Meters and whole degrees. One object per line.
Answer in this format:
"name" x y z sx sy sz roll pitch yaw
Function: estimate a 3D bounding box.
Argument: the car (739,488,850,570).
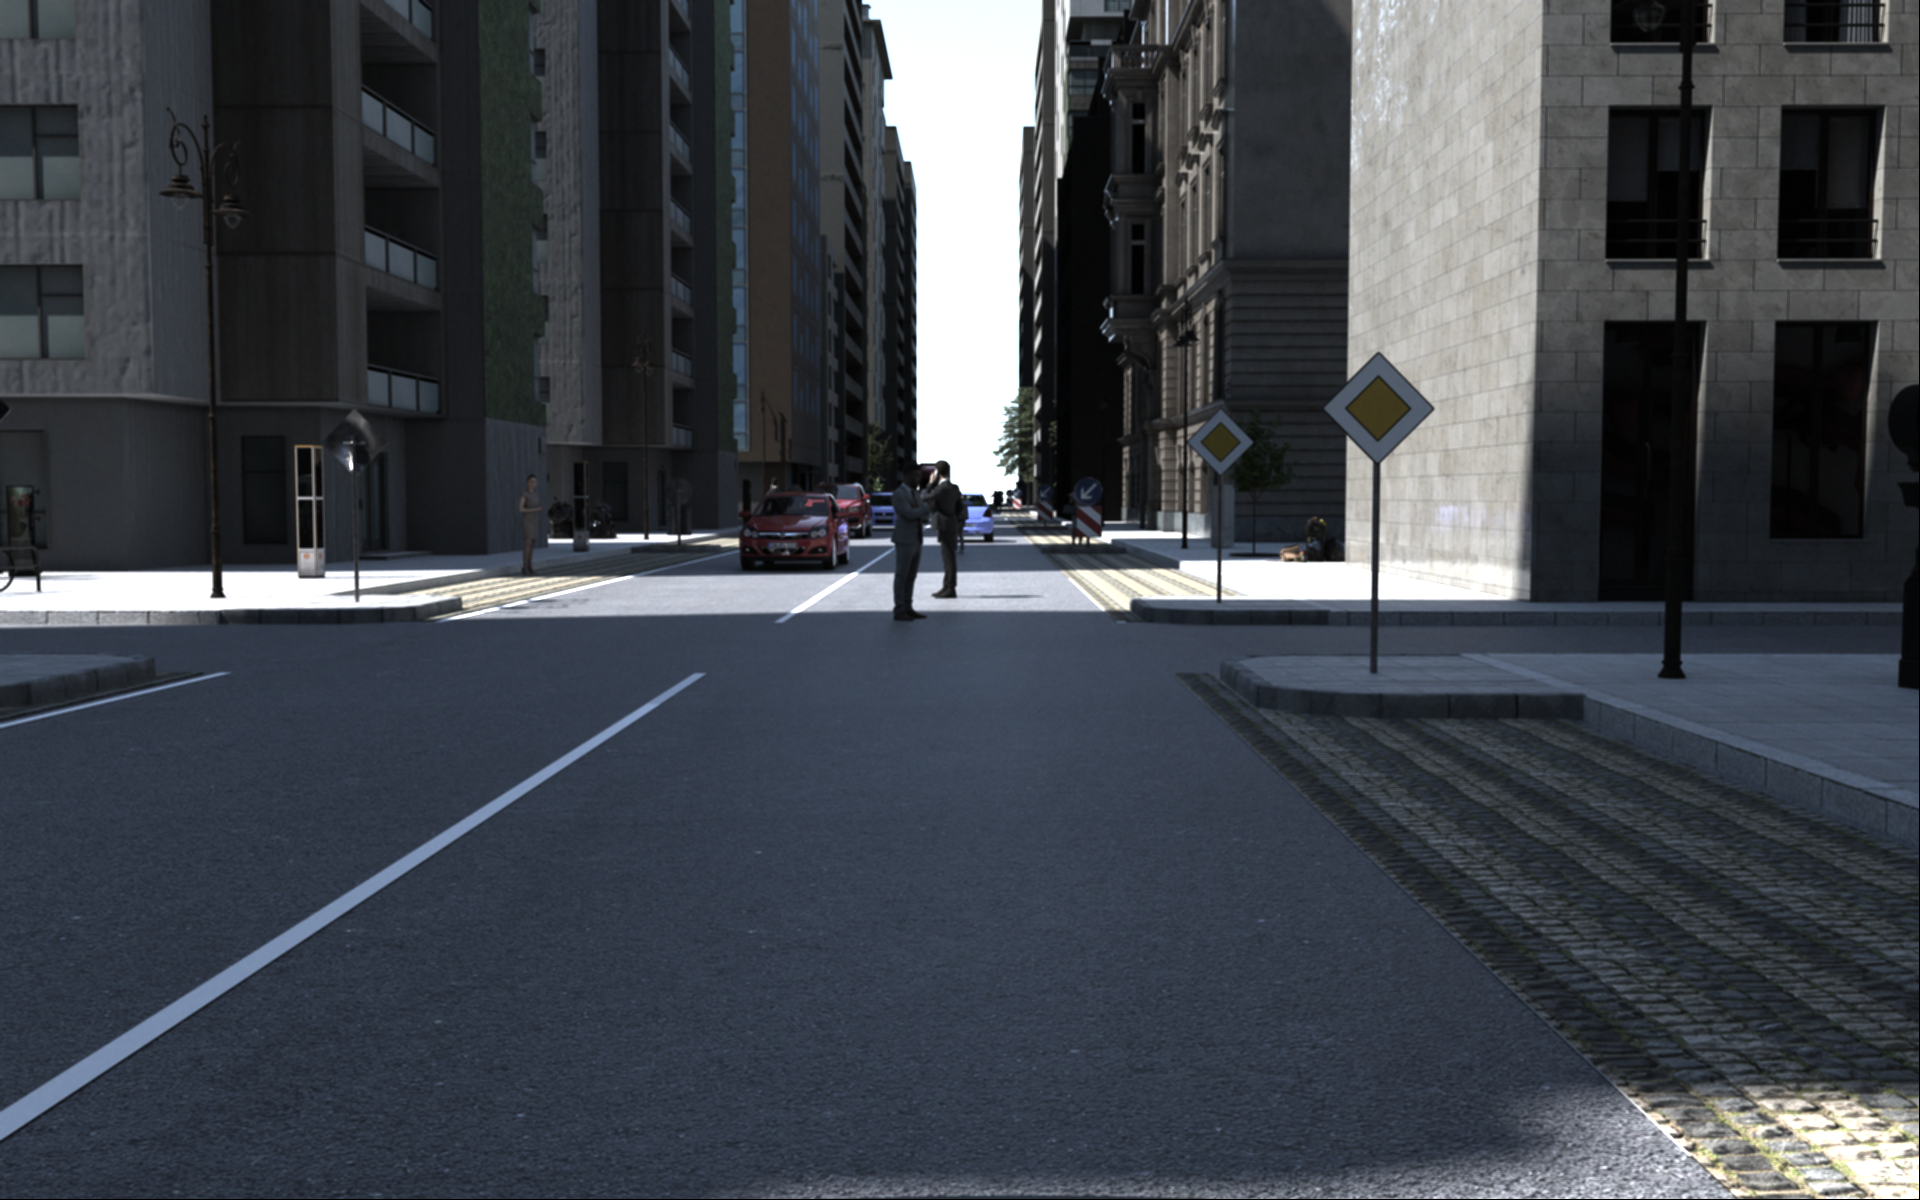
"car" -3.215 -1.535 34.135 2.155 1.783 4.494 0 4 2

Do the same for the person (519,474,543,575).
"person" -7.591 -1.335 30.672 0.374 1.781 0.599 1 4 18

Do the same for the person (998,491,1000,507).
"person" 4.375 -11.572 197.725 0.705 1.821 1.348 0 4 -4

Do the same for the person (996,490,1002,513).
"person" 3.064 -7.639 134.312 0.530 1.710 0.541 -3 5 -40

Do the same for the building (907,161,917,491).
"building" -16.940 -37.664 239.506 21.300 48.544 21.600 0 4 1

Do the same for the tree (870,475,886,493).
"tree" -8.102 -10.875 172.406 1.663 3.219 1.824 0 3 0

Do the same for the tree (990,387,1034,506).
"tree" 7.025 -16.203 183.051 7.486 12.596 7.792 0 3 0

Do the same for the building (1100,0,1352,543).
"building" 12.394 -14.848 61.849 14.460 24.649 34.723 0 4 1

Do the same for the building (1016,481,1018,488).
"building" 24.004 -33.611 241.415 32.217 40.220 23.993 0 4 1

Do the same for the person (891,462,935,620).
"person" -0.527 -0.677 19.751 0.466 1.800 0.511 1 4 13

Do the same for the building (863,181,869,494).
"building" -15.588 -23.346 153.414 14.160 30.474 14.107 0 4 1

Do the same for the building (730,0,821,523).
"building" -14.209 -26.417 82.021 14.600 45.320 14.200 0 4 1

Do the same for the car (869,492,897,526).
"car" -2.967 -3.654 69.337 1.945 1.707 3.694 0 3 0

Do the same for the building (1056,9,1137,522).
"building" 11.415 -15.774 87.575 12.332 23.373 15.834 0 4 1

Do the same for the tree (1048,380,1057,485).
"tree" 7.126 -9.435 104.625 4.737 8.622 4.395 0 3 0

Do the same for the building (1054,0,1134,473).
"building" 21.380 -33.402 135.354 28.713 52.752 27.495 0 4 1

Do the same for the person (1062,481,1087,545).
"person" 3.057 -2.255 45.719 0.716 1.782 0.532 0 4 5

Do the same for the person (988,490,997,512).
"person" 2.831 -7.916 138.647 1.217 1.743 0.721 1 4 20

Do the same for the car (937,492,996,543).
"car" 0.141 -2.626 52.523 1.945 1.707 3.694 0 4 -1

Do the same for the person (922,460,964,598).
"person" -0.249 -0.981 23.906 0.474 1.900 0.648 1 4 16

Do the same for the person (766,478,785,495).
"person" -5.302 -2.589 50.187 0.648 1.900 0.474 -3 5 -41

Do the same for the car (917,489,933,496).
"car" -2.931 -8.302 144.403 2.281 1.827 5.304 0 4 1

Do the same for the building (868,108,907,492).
"building" -18.087 -36.334 217.768 21.300 48.544 21.600 0 4 1

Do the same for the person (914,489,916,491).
"person" -3.472 -7.596 132.676 1.348 1.826 0.705 -3 5 -44

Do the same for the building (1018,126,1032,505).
"building" 18.260 -36.332 217.728 21.300 48.544 21.600 0 4 1

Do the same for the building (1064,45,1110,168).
"building" 13.834 -21.018 115.351 14.160 30.474 14.107 0 4 1

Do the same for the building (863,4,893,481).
"building" -22.300 -36.907 192.666 28.713 52.752 27.495 0 4 1

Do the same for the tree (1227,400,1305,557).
"tree" 5.972 -2.506 35.580 1.663 3.219 1.824 0 3 0

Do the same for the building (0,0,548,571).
"building" -16.972 -21.404 33.543 14.154 41.232 14.086 0 4 1

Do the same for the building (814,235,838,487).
"building" -22.763 -16.225 110.322 27.650 21.520 28.899 0 4 1

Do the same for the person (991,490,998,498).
"person" 3.395 -9.589 165.368 1.348 1.812 0.705 -2 4 -30

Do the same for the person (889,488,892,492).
"person" -4.262 -5.985 106.360 1.348 1.823 0.705 0 4 -6

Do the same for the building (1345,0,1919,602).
"building" 15.219 -10.412 24.986 16.860 20.320 10.420 0 4 1

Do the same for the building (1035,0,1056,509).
"building" 17.845 -32.803 160.023 21.300 48.544 21.600 0 4 1

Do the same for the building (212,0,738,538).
"building" -15.809 -23.025 60.060 14.154 41.232 14.086 0 4 1

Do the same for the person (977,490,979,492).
"person" 1.596 -9.197 158.899 0.705 1.821 1.348 -3 5 -41

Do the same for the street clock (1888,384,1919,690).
"street clock" 6.353 -0.417 11.393 0.471 2.002 0.358 -1 4 -18

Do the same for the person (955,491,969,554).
"person" -0.037 -1.872 41.710 0.523 1.515 0.503 0 4 6

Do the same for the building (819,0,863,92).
"building" -18.862 -31.251 134.660 21.300 48.544 21.600 0 4 1

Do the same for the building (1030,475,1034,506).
"building" 18.306 -46.343 195.955 20.563 71.187 20.611 0 4 1

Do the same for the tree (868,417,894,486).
"tree" -8.623 -13.205 166.263 4.737 8.622 4.395 0 3 0

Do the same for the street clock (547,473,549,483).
"street clock" -12.660 -2.922 52.344 0.471 2.002 0.358 0 4 -1
